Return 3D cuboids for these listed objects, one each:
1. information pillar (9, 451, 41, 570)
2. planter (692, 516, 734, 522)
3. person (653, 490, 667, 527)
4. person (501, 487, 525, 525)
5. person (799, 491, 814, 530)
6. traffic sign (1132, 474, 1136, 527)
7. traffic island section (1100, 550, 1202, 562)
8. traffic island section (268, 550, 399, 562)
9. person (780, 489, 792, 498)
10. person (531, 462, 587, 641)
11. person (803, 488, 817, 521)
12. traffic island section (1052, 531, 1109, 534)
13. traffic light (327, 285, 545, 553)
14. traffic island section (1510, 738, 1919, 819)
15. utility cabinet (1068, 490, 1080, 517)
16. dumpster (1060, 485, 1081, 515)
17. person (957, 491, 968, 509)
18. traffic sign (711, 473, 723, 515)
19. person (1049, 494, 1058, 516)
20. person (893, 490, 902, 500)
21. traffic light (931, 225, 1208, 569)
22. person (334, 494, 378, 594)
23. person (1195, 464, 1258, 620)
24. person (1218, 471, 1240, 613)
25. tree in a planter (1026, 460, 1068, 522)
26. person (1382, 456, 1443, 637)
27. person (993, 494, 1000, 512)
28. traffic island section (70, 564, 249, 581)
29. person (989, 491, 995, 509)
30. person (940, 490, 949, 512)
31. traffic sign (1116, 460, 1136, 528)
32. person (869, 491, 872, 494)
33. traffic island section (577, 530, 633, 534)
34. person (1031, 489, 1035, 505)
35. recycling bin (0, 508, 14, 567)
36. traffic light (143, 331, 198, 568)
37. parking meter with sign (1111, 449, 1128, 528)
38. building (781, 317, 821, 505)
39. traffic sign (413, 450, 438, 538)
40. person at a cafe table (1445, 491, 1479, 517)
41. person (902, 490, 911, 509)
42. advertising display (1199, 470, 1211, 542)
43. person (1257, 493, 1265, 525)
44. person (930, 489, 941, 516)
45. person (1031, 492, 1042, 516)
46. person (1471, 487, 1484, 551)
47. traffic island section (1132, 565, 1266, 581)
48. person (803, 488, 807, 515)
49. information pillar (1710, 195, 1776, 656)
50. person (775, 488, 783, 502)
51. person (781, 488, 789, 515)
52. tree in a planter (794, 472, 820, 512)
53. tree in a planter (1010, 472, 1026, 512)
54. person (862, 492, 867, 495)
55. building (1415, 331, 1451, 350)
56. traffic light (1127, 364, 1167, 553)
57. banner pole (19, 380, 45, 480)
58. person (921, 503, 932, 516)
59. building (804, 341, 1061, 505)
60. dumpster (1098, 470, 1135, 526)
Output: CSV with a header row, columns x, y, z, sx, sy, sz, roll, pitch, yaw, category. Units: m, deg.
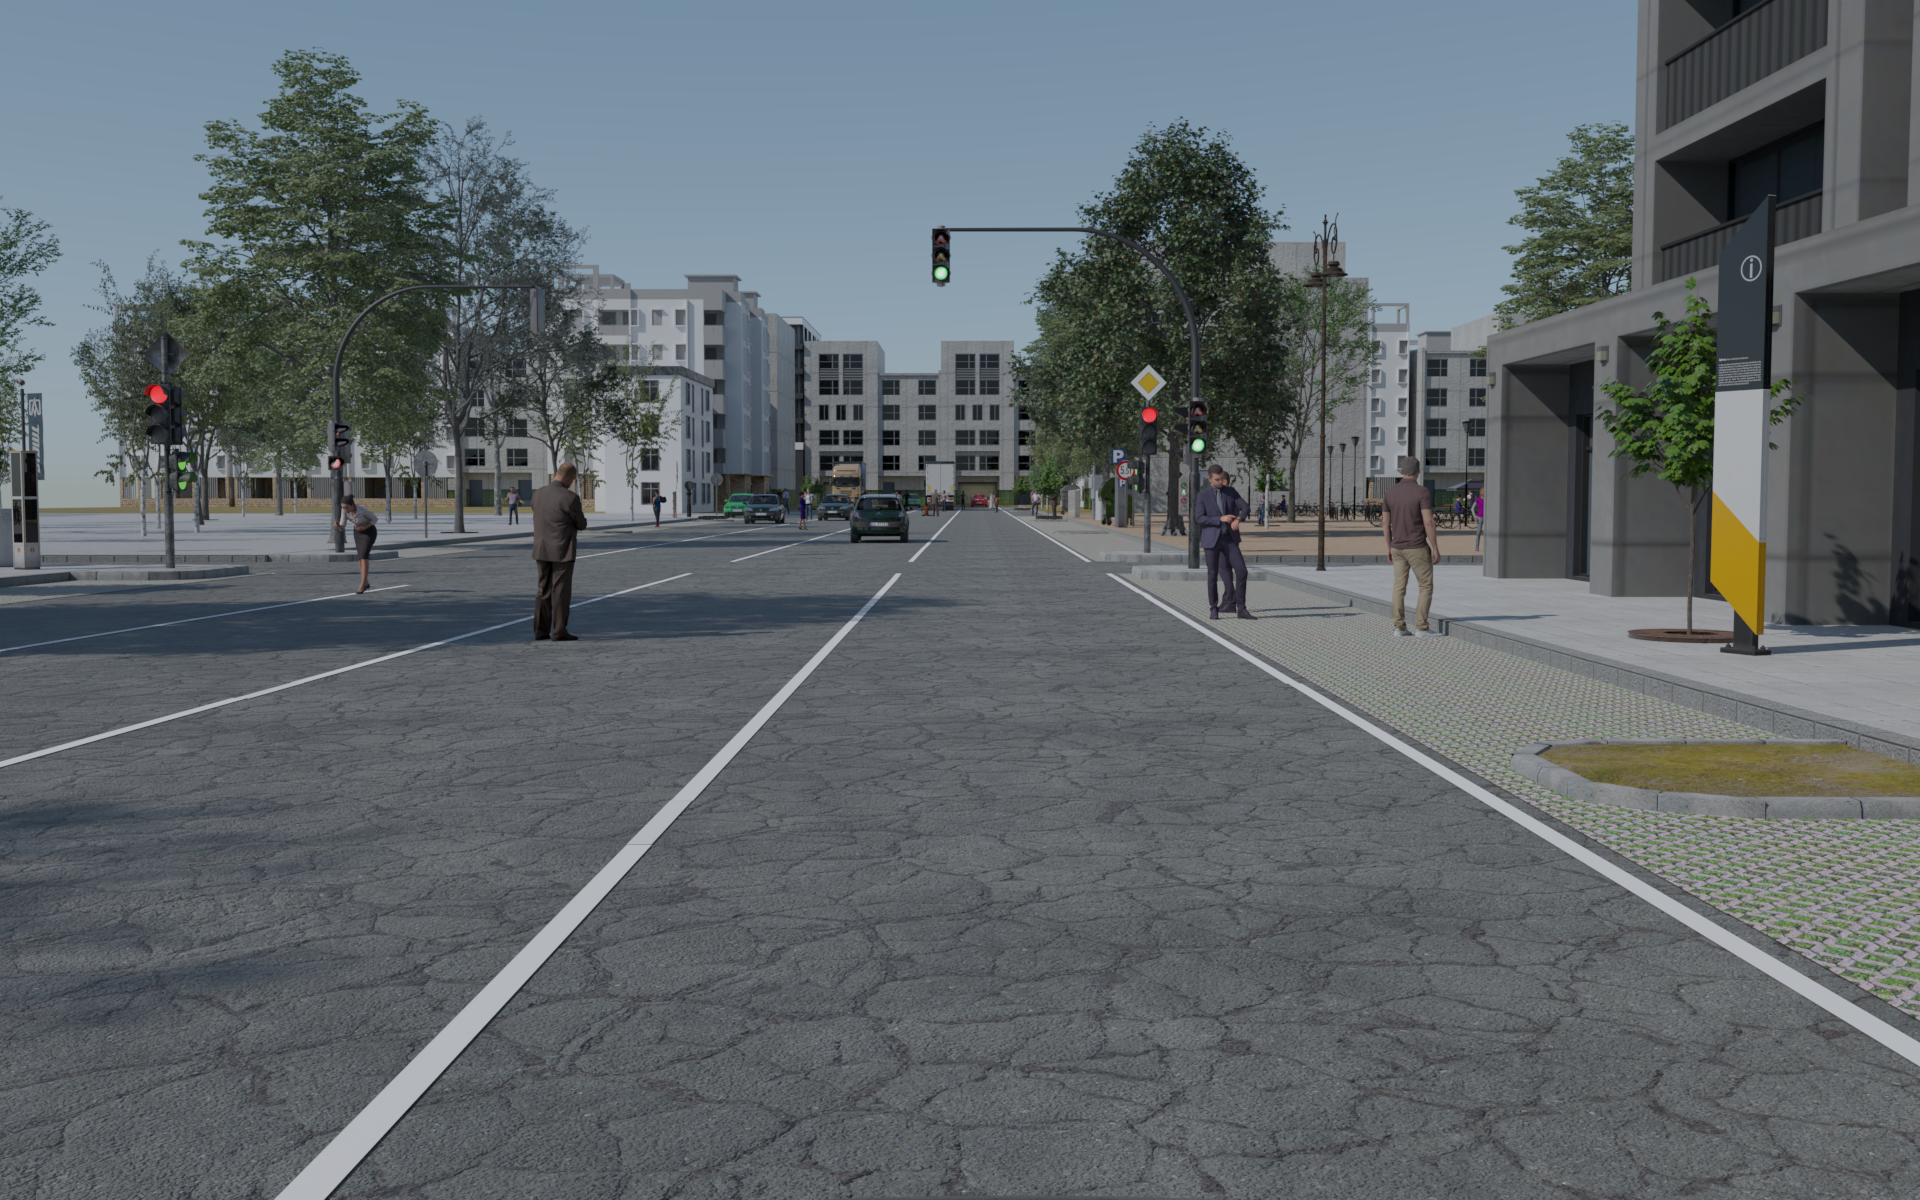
x,y,z,sx,sy,sz,roll,pitch,yaw,category
-15.868,-1.524,29.405,0.304,2.012,0.304,2,4,26,information pillar
-12.813,-4.222,90.167,1.991,0.319,1.994,0,4,1,planter
-13.076,-3.960,75.110,0.662,1.594,0.647,3,4,38,person
-18.473,-3.887,71.557,0.963,1.587,0.435,-1,4,-15,person
-6.145,-3.553,68.962,0.546,1.535,0.453,-2,4,-26,person
6.833,-4.165,68.203,0.768,2.556,0.104,0,4,7,traffic sign
4.106,-0.947,37.767,2.009,0.180,2.903,0,4,1,traffic island section
-13.595,-0.957,37.930,2.009,0.180,2.903,0,4,1,traffic island section
-15.646,-9.121,155.884,1.217,1.743,0.721,-3,4,-37,person
-3.925,-0.478,17.000,0.565,1.739,0.600,0,4,-2,person
-7.902,-4.979,90.637,0.841,1.734,0.376,2,4,31,person
4.322,-2.435,62.685,1.991,0.108,1.994,0,4,1,traffic island section
-11.462,-3.862,37.811,4.771,5.953,1.251,0,4,1,traffic light
3.838,0.874,8.573,1.991,0.108,1.994,0,4,1,traffic island section
6.264,-5.295,95.255,0.318,1.500,1.173,-1,4,-15,utility cabinet
6.865,-6.195,107.044,1.264,1.857,1.865,0,4,1,dumpster
0.240,-9.361,162.270,1.217,1.735,0.721,-2,4,-34,person
-14.841,-6.456,105.659,0.768,2.556,0.104,0,4,4,traffic sign
5.207,-5.381,97.161,0.600,1.739,0.565,-2,4,-28,person
-3.183,-4.738,87.429,0.517,1.644,0.566,0,4,-5,person
1.902,-3.356,29.546,4.771,5.953,1.251,0,4,1,traffic light
-8.676,-0.806,24.874,0.628,1.438,0.799,-2,4,-23,person
3.021,-0.650,19.574,0.683,1.767,0.568,-1,4,-10,person
3.205,-0.704,20.927,0.530,1.710,0.541,3,5,44,person
4.572,-5.646,89.532,1.991,3.239,1.994,0,4,1,tree in a planter
4.543,-0.534,17.354,0.434,1.807,0.598,-2,4,-33,person
2.856,-7.545,135.117,0.557,1.426,1.065,-2,4,-28,person
-13.666,-0.469,29.945,2.009,0.180,2.903,0,4,1,traffic island section
3.089,-9.483,164.213,0.621,1.740,0.551,1,4,13,person
-1.341,-8.043,140.715,1.217,1.736,0.721,3,5,40,person
6.246,-3.981,65.200,0.768,2.556,0.104,1,4,10,traffic sign
-4.850,-5.103,93.804,0.662,1.594,0.647,-1,4,-11,person
-13.040,-2.469,63.231,1.991,0.108,1.994,0,4,1,traffic island section
7.715,-10.787,182.410,0.705,1.824,1.348,2,4,30,person
-17.124,-1.097,30.482,0.722,1.027,0.722,2,4,35,recycling bin
-13.626,-2.501,29.810,0.839,4.253,0.868,0,4,1,traffic light
6.193,-4.309,66.720,0.543,3.016,1.738,0,4,-2,parking meter with sign
-34.258,-22.603,213.527,32.646,21.610,27.936,0,4,1,building
-15.573,-3.080,50.461,0.768,2.556,0.104,1,4,10,traffic sign
26.719,-5.065,91.324,1.698,1.524,1.622,-2,4,-23,person at a cafe table
-5.303,-10.008,171.756,1.348,1.869,0.705,3,4,37,person
6.545,-2.503,46.131,0.974,1.923,0.123,-3,4,-37,advertising display
12.409,-3.842,70.819,0.435,1.587,0.963,0,4,0,person
-1.596,-6.258,111.364,0.434,1.755,0.990,-3,5,-43,person
5.052,-6.490,115.555,0.756,1.711,0.436,3,4,37,person
11.723,-1.796,38.637,0.726,1.435,0.776,0,4,-1,person
4.035,-0.459,29.782,2.009,0.180,2.903,0,4,1,traffic island section
-10.346,-6.599,116.402,0.705,1.823,1.348,-1,4,-17,person
6.271,-1.377,13.868,0.183,3.616,0.504,-2,4,-24,information pillar
-17.315,-9.799,166.281,1.348,1.821,0.705,0,4,-3,person
-12.016,-6.745,118.646,0.599,1.838,0.709,3,4,39,person
-12.349,-8.759,140.432,1.991,3.239,1.994,0,4,1,tree in a planter
5.012,-8.718,139.767,1.991,3.239,1.994,0,4,1,tree in a planter
-4.157,-4.118,78.207,0.546,1.535,0.453,-1,4,-18,person
51.715,-21.461,207.305,11.380,20.091,16.016,0,4,1,building
4.066,-2.981,37.653,0.839,4.253,0.868,0,4,1,traffic light
-20.308,-2.928,37.891,0.863,3.779,0.401,2,4,25,banner pole
-2.232,-5.866,112.689,0.859,0.850,0.655,-1,4,-10,person
-2.120,-20.907,208.287,31.486,18.905,16.747,0,4,1,building
6.464,-4.189,70.991,1.502,2.255,1.985,0,4,1,dumpster
